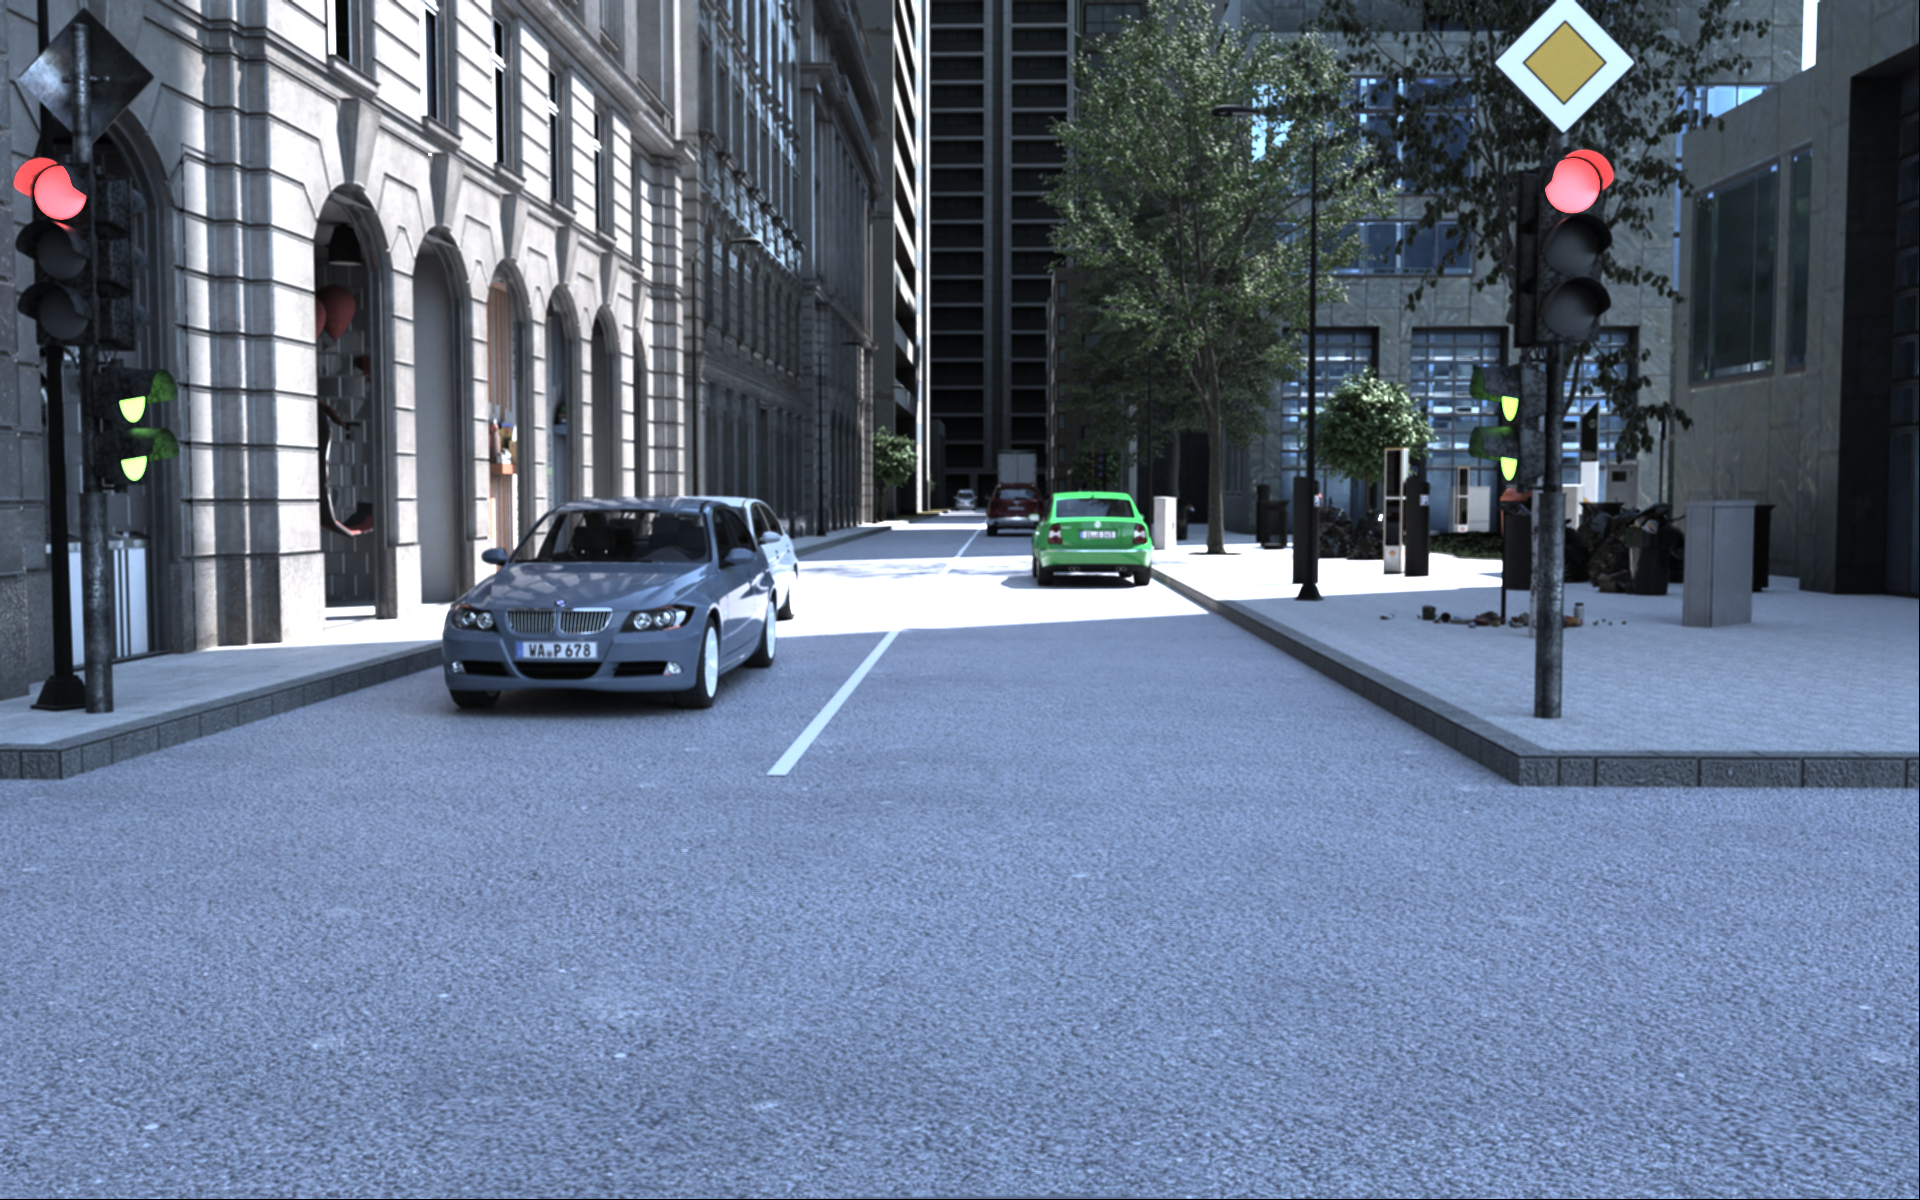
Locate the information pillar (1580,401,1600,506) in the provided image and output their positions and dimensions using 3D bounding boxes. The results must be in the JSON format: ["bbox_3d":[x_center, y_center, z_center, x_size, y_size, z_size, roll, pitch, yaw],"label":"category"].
[{"bbox_3d":[16.015,-3.221,44.023,0.183,3.616,0.504,-2,4,-33],"label":"information pillar"}]

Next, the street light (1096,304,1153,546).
[{"bbox_3d":[4.116,-4.279,42.509,1.470,5.913,1.316,0,4,2],"label":"street light"}]

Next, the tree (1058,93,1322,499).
[{"bbox_3d":[6.570,-8.048,49.712,7.486,12.596,7.792,0,3,0],"label":"tree"}]

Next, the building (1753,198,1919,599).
[{"bbox_3d":[26.640,-43.152,18.200,31.000,86.520,22.319,0,4,2],"label":"building"}]

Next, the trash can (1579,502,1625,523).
[{"bbox_3d":[10.886,-1.087,29.419,0.748,1.137,0.748,0,3,0],"label":"trash can"}]

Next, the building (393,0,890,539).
[{"bbox_3d":[-10.035,-13.612,64.356,13.314,21.916,24.055,0,4,2],"label":"building"}]

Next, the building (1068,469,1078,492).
[{"bbox_3d":[23.794,-26.139,119.258,32.217,40.220,23.993,0,4,2],"label":"building"}]

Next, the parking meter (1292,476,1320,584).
[{"bbox_3d":[4.965,-1.006,24.854,0.372,1.533,0.369,0,3,0],"label":"parking meter"}]

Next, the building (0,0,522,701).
[{"bbox_3d":[-11.489,-10.986,21.421,13.314,21.916,24.055,0,4,2],"label":"building"}]

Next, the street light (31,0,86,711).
[{"bbox_3d":[-4.837,-2.303,10.201,1.470,5.913,1.316,0,4,2],"label":"street light"}]

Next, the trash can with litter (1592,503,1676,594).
[{"bbox_3d":[8.629,-0.665,22.258,0.624,1.170,1.055,-2,4,-32],"label":"trash can with litter"}]

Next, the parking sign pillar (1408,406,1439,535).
[{"bbox_3d":[13.810,-3.915,52.486,1.447,3.967,1.447,1,4,22],"label":"parking sign pillar"}]

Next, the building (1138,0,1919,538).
[{"bbox_3d":[18.662,-46.138,67.024,22.319,86.520,31.000,0,4,2],"label":"building"}]

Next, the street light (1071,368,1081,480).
[{"bbox_3d":[4.786,-5.578,63.738,1.470,5.913,1.316,0,4,2],"label":"street light"}]

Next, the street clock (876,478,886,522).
[{"bbox_3d":[-3.576,-4.505,78.228,0.471,2.002,0.358,1,4,12],"label":"street clock"}]

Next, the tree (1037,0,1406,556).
[{"bbox_3d":[5.236,-6.760,36.277,9.928,11.665,9.643,0,3,0],"label":"tree"}]

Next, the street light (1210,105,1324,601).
[{"bbox_3d":[3.693,-2.954,20.844,1.470,5.913,1.316,0,4,2],"label":"street light"}]

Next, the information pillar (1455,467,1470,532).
[{"bbox_3d":[13.630,-2.601,47.024,0.304,2.012,0.304,0,4,5],"label":"information pillar"}]

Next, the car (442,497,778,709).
[{"bbox_3d":[-2.465,-0.068,13.114,2.014,1.417,4.499,0,4,2],"label":"car"}]

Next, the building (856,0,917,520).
[{"bbox_3d":[-13.624,-28.877,95.834,21.300,48.544,21.600,0,4,2],"label":"building"}]

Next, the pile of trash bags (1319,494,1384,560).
[{"bbox_3d":[7.902,-1.558,35.219,1.912,1.369,3.447,-2,4,-24],"label":"pile of trash bags"}]

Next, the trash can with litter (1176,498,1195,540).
[{"bbox_3d":[6.009,-2.239,47.996,0.624,1.170,1.055,2,4,34],"label":"trash can with litter"}]

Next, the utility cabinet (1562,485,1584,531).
[{"bbox_3d":[14.150,-1.976,40.984,0.318,1.500,1.173,-3,4,-36],"label":"utility cabinet"}]

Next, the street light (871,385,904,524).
[{"bbox_3d":[-3.097,-6.211,74.093,1.470,5.913,1.316,0,4,2],"label":"street light"}]

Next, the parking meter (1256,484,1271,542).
[{"bbox_3d":[8.065,-2.300,46.013,0.372,1.533,0.369,0,3,0],"label":"parking meter"}]

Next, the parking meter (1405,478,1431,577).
[{"bbox_3d":[7.132,-1.137,26.995,0.372,1.533,0.369,0,3,0],"label":"parking meter"}]

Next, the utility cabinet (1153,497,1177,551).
[{"bbox_3d":[4.715,-1.750,39.777,0.306,1.237,1.020,1,4,21],"label":"utility cabinet"}]

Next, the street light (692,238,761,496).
[{"bbox_3d":[-4.299,-3.611,31.574,1.470,5.913,1.316,0,4,2],"label":"street light"}]

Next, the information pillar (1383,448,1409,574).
[{"bbox_3d":[6.984,-1.422,27.749,0.304,2.012,0.304,2,4,33],"label":"information pillar"}]

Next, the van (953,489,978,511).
[{"bbox_3d":[0.476,-8.434,144.902,2.013,2.044,4.112,0,4,1],"label":"van"}]

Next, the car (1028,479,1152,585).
[{"bbox_3d":[2.111,-1.207,28.526,1.959,1.807,4.718,0,4,0],"label":"car"}]

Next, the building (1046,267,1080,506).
[{"bbox_3d":[21.417,-18.426,146.310,27.650,21.520,28.899,0,4,2],"label":"building"}]

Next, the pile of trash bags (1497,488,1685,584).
[{"bbox_3d":[8.985,-0.928,24.918,3.447,1.369,1.912,-2,4,-34],"label":"pile of trash bags"}]

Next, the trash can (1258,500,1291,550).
[{"bbox_3d":[7.267,-1.737,40.051,0.748,1.137,0.748,0,3,0],"label":"trash can"}]

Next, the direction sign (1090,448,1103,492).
[{"bbox_3d":[6.626,-5.640,84.214,0.379,3.537,0.876,-3,5,-41],"label":"direction sign"}]

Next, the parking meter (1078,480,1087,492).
[{"bbox_3d":[5.235,-4.162,73.758,0.255,1.863,0.399,-2,4,-26],"label":"parking meter"}]

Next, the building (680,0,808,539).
[{"bbox_3d":[-9.594,-11.871,43.241,9.793,20.994,18.267,0,4,2],"label":"building"}]

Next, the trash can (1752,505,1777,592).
[{"bbox_3d":[10.347,-0.685,22.855,0.748,1.137,0.748,0,3,0],"label":"trash can"}]

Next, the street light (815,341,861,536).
[{"bbox_3d":[-3.706,-4.909,52.805,1.470,5.913,1.316,0,4,2],"label":"street light"}]

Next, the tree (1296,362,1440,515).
[{"bbox_3d":[10.155,-3.620,42.903,4.285,4.588,4.351,0,3,0],"label":"tree"}]

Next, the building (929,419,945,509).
[{"bbox_3d":[-17.195,-51.144,148.873,31.000,86.520,22.319,0,4,2],"label":"building"}]

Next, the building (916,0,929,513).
[{"bbox_3d":[-13.272,-35.376,120.389,21.231,58.520,28.212,0,4,2],"label":"building"}]

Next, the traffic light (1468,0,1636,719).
[{"bbox_3d":[3.363,-1.280,9.850,0.839,4.253,0.868,0,4,2],"label":"traffic light"}]

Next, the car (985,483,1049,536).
[{"bbox_3d":[1.983,-3.168,60.473,2.281,1.827,5.304,0,4,2],"label":"car"}]

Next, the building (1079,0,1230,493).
[{"bbox_3d":[13.912,-20.129,100.811,14.160,30.474,14.107,0,4,2],"label":"building"}]

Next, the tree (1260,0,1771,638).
[{"bbox_3d":[4.985,-3.956,15.044,4.360,8.622,3.978,0,3,0],"label":"tree"}]

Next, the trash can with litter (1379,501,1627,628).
[{"bbox_3d":[5.333,-0.380,17.270,2.233,1.210,1.678,3,5,39],"label":"trash can with litter"}]

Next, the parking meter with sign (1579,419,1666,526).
[{"bbox_3d":[14.709,-2.585,38.534,1.738,3.016,0.543,1,4,17],"label":"parking meter with sign"}]

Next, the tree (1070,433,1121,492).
[{"bbox_3d":[7.389,-6.652,92.476,4.285,4.588,4.351,0,3,0],"label":"tree"}]

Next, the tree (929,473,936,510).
[{"bbox_3d":[-2.638,-8.781,138.178,1.663,3.219,1.824,0,3,0],"label":"tree"}]

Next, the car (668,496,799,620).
[{"bbox_3d":[-2.829,-0.400,18.550,2.014,1.417,4.499,0,4,3],"label":"car"}]

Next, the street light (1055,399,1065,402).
[{"bbox_3d":[5.353,-6.876,84.971,1.470,5.913,1.316,0,4,2],"label":"street light"}]

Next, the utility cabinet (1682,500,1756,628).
[{"bbox_3d":[7.456,-0.359,17.029,1.020,1.237,0.306,-3,5,-45],"label":"utility cabinet"}]

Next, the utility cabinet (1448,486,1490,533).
[{"bbox_3d":[14.882,-2.567,50.656,1.173,1.500,0.318,-1,4,-15],"label":"utility cabinet"}]

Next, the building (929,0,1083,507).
[{"bbox_3d":[6.812,-45.236,177.862,20.611,71.187,20.563,0,4,2],"label":"building"}]

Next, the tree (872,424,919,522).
[{"bbox_3d":[-3.585,-5.979,81.470,4.285,4.588,4.351,0,3,0],"label":"tree"}]

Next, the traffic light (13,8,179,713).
[{"bbox_3d":[-5.046,-1.294,10.070,0.839,4.253,0.868,0,4,2],"label":"traffic light"}]

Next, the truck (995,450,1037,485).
[{"bbox_3d":[3.762,-7.761,115.804,2.839,4.237,11.283,0,4,1],"label":"truck"}]
